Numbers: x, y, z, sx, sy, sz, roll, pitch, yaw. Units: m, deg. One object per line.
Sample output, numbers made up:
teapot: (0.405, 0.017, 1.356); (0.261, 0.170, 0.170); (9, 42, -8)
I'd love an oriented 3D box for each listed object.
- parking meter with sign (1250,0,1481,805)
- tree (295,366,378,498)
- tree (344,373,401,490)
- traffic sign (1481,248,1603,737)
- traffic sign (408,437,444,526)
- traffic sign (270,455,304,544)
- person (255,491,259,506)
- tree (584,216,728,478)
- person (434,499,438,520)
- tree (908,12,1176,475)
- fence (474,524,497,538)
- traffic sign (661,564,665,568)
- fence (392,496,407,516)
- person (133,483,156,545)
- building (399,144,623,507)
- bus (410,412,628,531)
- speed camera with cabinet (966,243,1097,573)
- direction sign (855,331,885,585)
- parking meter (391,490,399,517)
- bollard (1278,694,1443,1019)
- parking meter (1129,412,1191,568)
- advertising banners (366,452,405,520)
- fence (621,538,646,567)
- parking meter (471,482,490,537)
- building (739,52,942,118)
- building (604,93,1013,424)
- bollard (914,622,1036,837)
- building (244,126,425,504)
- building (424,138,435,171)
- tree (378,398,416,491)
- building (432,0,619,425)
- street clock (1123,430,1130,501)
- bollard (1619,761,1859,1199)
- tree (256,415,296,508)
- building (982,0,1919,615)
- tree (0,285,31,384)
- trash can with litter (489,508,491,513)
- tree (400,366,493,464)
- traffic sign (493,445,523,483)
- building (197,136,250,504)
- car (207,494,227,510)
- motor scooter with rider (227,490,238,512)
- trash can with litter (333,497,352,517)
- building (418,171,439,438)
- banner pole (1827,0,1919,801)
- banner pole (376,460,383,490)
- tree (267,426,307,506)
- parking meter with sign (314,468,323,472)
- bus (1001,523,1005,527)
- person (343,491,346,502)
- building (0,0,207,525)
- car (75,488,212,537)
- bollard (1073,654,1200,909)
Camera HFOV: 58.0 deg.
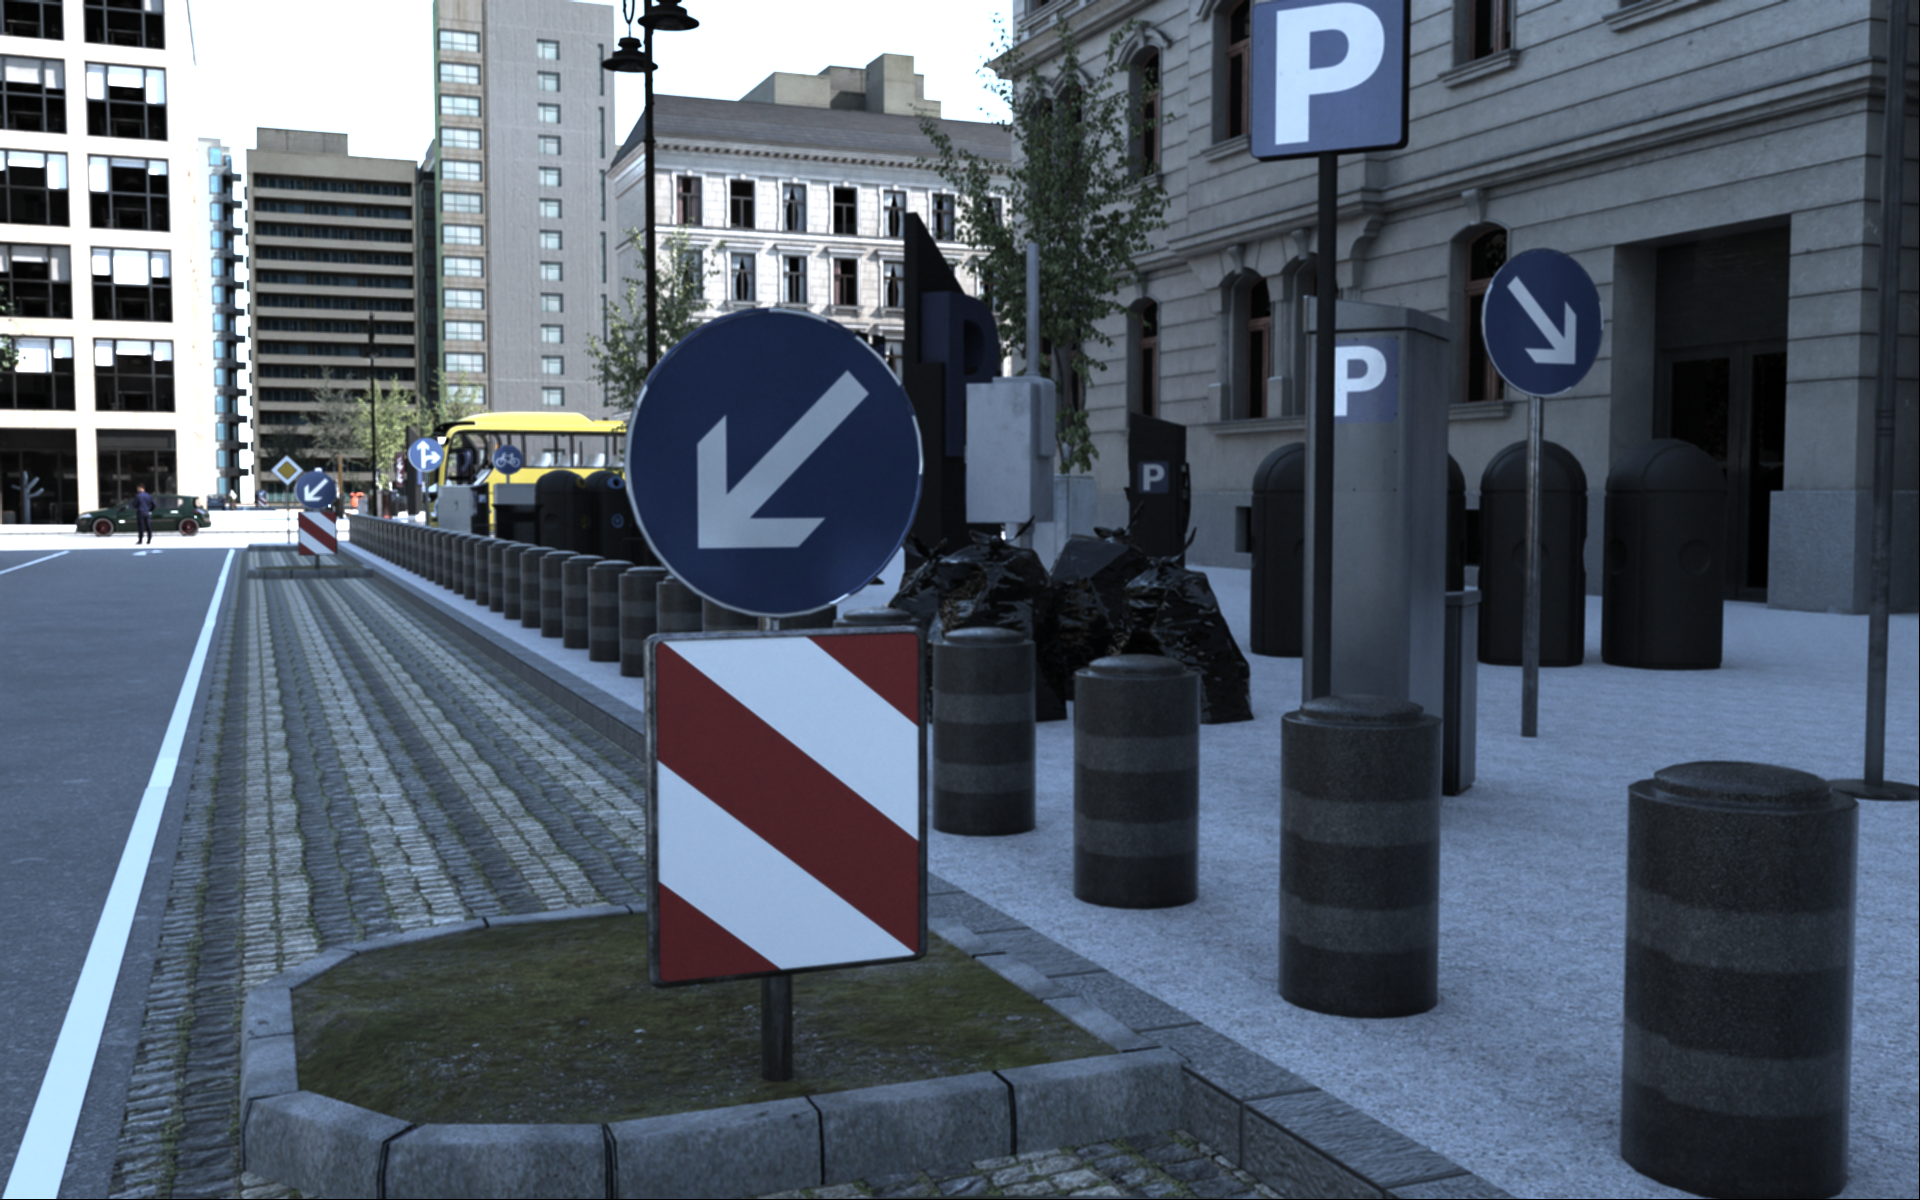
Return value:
parking meter with sign: (1.688, -0.649, 6.872); (0.543, 3.016, 1.738); (2, 4, 28)
tree: (-35.438, -9.063, 98.544); (4.360, 8.622, 3.978); (0, 3, 0)
tree: (-34.667, -9.423, 104.427); (4.737, 8.622, 4.395); (0, 3, 0)
traffic sign: (3.014, -0.550, 9.093); (0.768, 2.556, 0.104); (-1, 4, -21)
traffic sign: (-11.999, -2.378, 38.990); (0.768, 2.556, 0.104); (-1, 4, -17)
traffic sign: (-17.197, -2.488, 44.313); (0.795, 2.450, 0.064); (-1, 4, -22)
person: (-78.894, -11.364, 194.443); (0.705, 1.807, 1.348); (0, 4, -1)
tree: (-7.995, -5.877, 46.447); (4.737, 8.622, 4.395); (0, 3, 0)
person: (-14.528, -2.349, 48.719); (0.589, 1.601, 0.330); (1, 4, 9)
tree: (1.410, -4.627, 26.007); (4.737, 8.622, 4.395); (0, 3, 0)
fence: (-9.294, -1.179, 34.650); (0.278, 0.683, 2.069); (1, 4, 9)
traffic sign: (-3.756, -1.334, 21.919); (0.768, 2.556, 0.104); (-1, 4, -18)
fence: (-30.416, -5.074, 94.164); (2.264, 1.192, 0.480); (-1, 4, -19)
person: (-23.299, -2.455, 49.339); (0.504, 1.737, 0.576); (1, 4, 21)
building: (-41.484, -29.879, 180.409); (32.217, 40.220, 23.993); (-1, 4, -22)
bus: (-10.562, -3.812, 53.880); (12.252, 3.916, 2.896); (-2, 4, -24)
speed camera with cabinet: (0.620, -1.231, 14.467); (0.660, 3.252, 2.038); (1, 4, 19)
direction sign: (-1.266, -1.993, 24.586); (0.379, 3.537, 0.876); (2, 4, 24)
parking meter: (-31.977, -5.480, 98.009); (0.372, 1.533, 0.369); (0, 3, 0)
bollard: (1.017, 0.630, 4.409); (0.404, 0.777, 0.398); (0, 3, 0)
parking meter: (1.422, -0.407, 12.360); (0.399, 1.863, 0.255); (1, 4, 22)
advertising banners: (-23.907, -4.645, 72.132); (2.074, 3.025, 0.090); (1, 4, 22)
fence: (-3.605, -0.501, 23.569); (2.069, 0.683, 0.278); (0, 4, -7)
parking meter: (-10.183, -1.734, 36.761); (0.372, 1.533, 0.369); (0, 3, 0)
building: (-13.372, -34.873, 193.881); (21.600, 48.544, 21.300); (-1, 4, -22)
building: (-14.613, -14.316, 84.972); (40.483, 20.767, 10.553); (-1, 4, -22)
bollard: (0.092, 0.493, 6.662); (0.404, 0.777, 0.398); (0, 3, 0)
building: (-84.706, -37.332, 234.075); (21.600, 48.544, 21.300); (-1, 4, -22)
building: (-64.461, -37.793, 241.622); (21.600, 48.544, 21.300); (-1, 4, -22)
tree: (-41.827, -10.765, 126.375); (4.360, 8.622, 3.978); (0, 3, 0)
building: (-37.002, -28.280, 145.972); (14.154, 41.232, 14.086); (-1, 4, -22)
street clock: (2.019, -0.915, 19.536); (0.358, 2.002, 0.471); (0, 4, 2)
bollard: (1.476, 0.699, 3.296); (0.404, 0.777, 0.398); (0, 3, 0)
tree: (-62.815, -12.834, 160.202); (4.360, 8.622, 3.978); (0, 3, 0)
building: (10.971, -14.843, 30.069); (14.401, 28.519, 23.554); (-1, 4, -22)
tree: (-22.395, -6.823, 31.018); (9.611, 12.733, 9.660); (0, 3, 0)
trash can with litter: (-12.611, -2.029, 44.562); (0.624, 1.170, 1.055); (1, 4, 23)
tree: (-28.847, -9.068, 98.625); (4.737, 8.622, 4.395); (0, 3, 0)
traffic sign: (-11.727, -2.744, 44.965); (0.768, 2.556, 0.104); (-1, 4, -18)
building: (-109.294, -37.033, 225.100); (30.456, 49.044, 23.786); (-1, 4, -22)
car: (-66.128, -8.663, 153.639); (2.014, 1.417, 4.499); (-1, 4, -22)
motor scooter with rider: (-55.802, -7.585, 132.975); (0.876, 1.779, 1.986); (-1, 4, -20)
trash can with litter: (-33.945, -5.131, 95.286); (1.055, 1.170, 0.624); (-1, 4, -13)
building: (-42.605, -23.731, 159.700); (14.160, 30.474, 14.107); (-1, 4, -22)
banner pole: (4.015, -1.071, 7.528); (0.401, 3.779, 0.863); (2, 4, 24)
banner pole: (-39.441, -7.799, 117.524); (0.863, 3.779, 0.401); (-3, 5, -40)
tree: (-72.487, -14.409, 185.948); (4.737, 8.622, 4.395); (0, 3, 0)
parking meter with sign: (-42.724, -7.274, 115.185); (0.543, 3.016, 1.738); (-2, 4, -25)
bus: (5.116, -4.677, 71.331); (13.247, 3.499, 2.948); (-1, 4, -22)
person: (-72.478, -11.932, 203.558); (0.705, 1.831, 1.348); (0, 4, -6)
building: (-51.305, -16.488, 74.097); (34.151, 26.468, 19.350); (-1, 4, -22)
car: (-27.551, -2.978, 58.476); (4.222, 1.686, 2.009); (-2, 4, -23)
bollard: (0.562, 0.562, 5.524); (0.404, 0.777, 0.398); (0, 3, 0)
